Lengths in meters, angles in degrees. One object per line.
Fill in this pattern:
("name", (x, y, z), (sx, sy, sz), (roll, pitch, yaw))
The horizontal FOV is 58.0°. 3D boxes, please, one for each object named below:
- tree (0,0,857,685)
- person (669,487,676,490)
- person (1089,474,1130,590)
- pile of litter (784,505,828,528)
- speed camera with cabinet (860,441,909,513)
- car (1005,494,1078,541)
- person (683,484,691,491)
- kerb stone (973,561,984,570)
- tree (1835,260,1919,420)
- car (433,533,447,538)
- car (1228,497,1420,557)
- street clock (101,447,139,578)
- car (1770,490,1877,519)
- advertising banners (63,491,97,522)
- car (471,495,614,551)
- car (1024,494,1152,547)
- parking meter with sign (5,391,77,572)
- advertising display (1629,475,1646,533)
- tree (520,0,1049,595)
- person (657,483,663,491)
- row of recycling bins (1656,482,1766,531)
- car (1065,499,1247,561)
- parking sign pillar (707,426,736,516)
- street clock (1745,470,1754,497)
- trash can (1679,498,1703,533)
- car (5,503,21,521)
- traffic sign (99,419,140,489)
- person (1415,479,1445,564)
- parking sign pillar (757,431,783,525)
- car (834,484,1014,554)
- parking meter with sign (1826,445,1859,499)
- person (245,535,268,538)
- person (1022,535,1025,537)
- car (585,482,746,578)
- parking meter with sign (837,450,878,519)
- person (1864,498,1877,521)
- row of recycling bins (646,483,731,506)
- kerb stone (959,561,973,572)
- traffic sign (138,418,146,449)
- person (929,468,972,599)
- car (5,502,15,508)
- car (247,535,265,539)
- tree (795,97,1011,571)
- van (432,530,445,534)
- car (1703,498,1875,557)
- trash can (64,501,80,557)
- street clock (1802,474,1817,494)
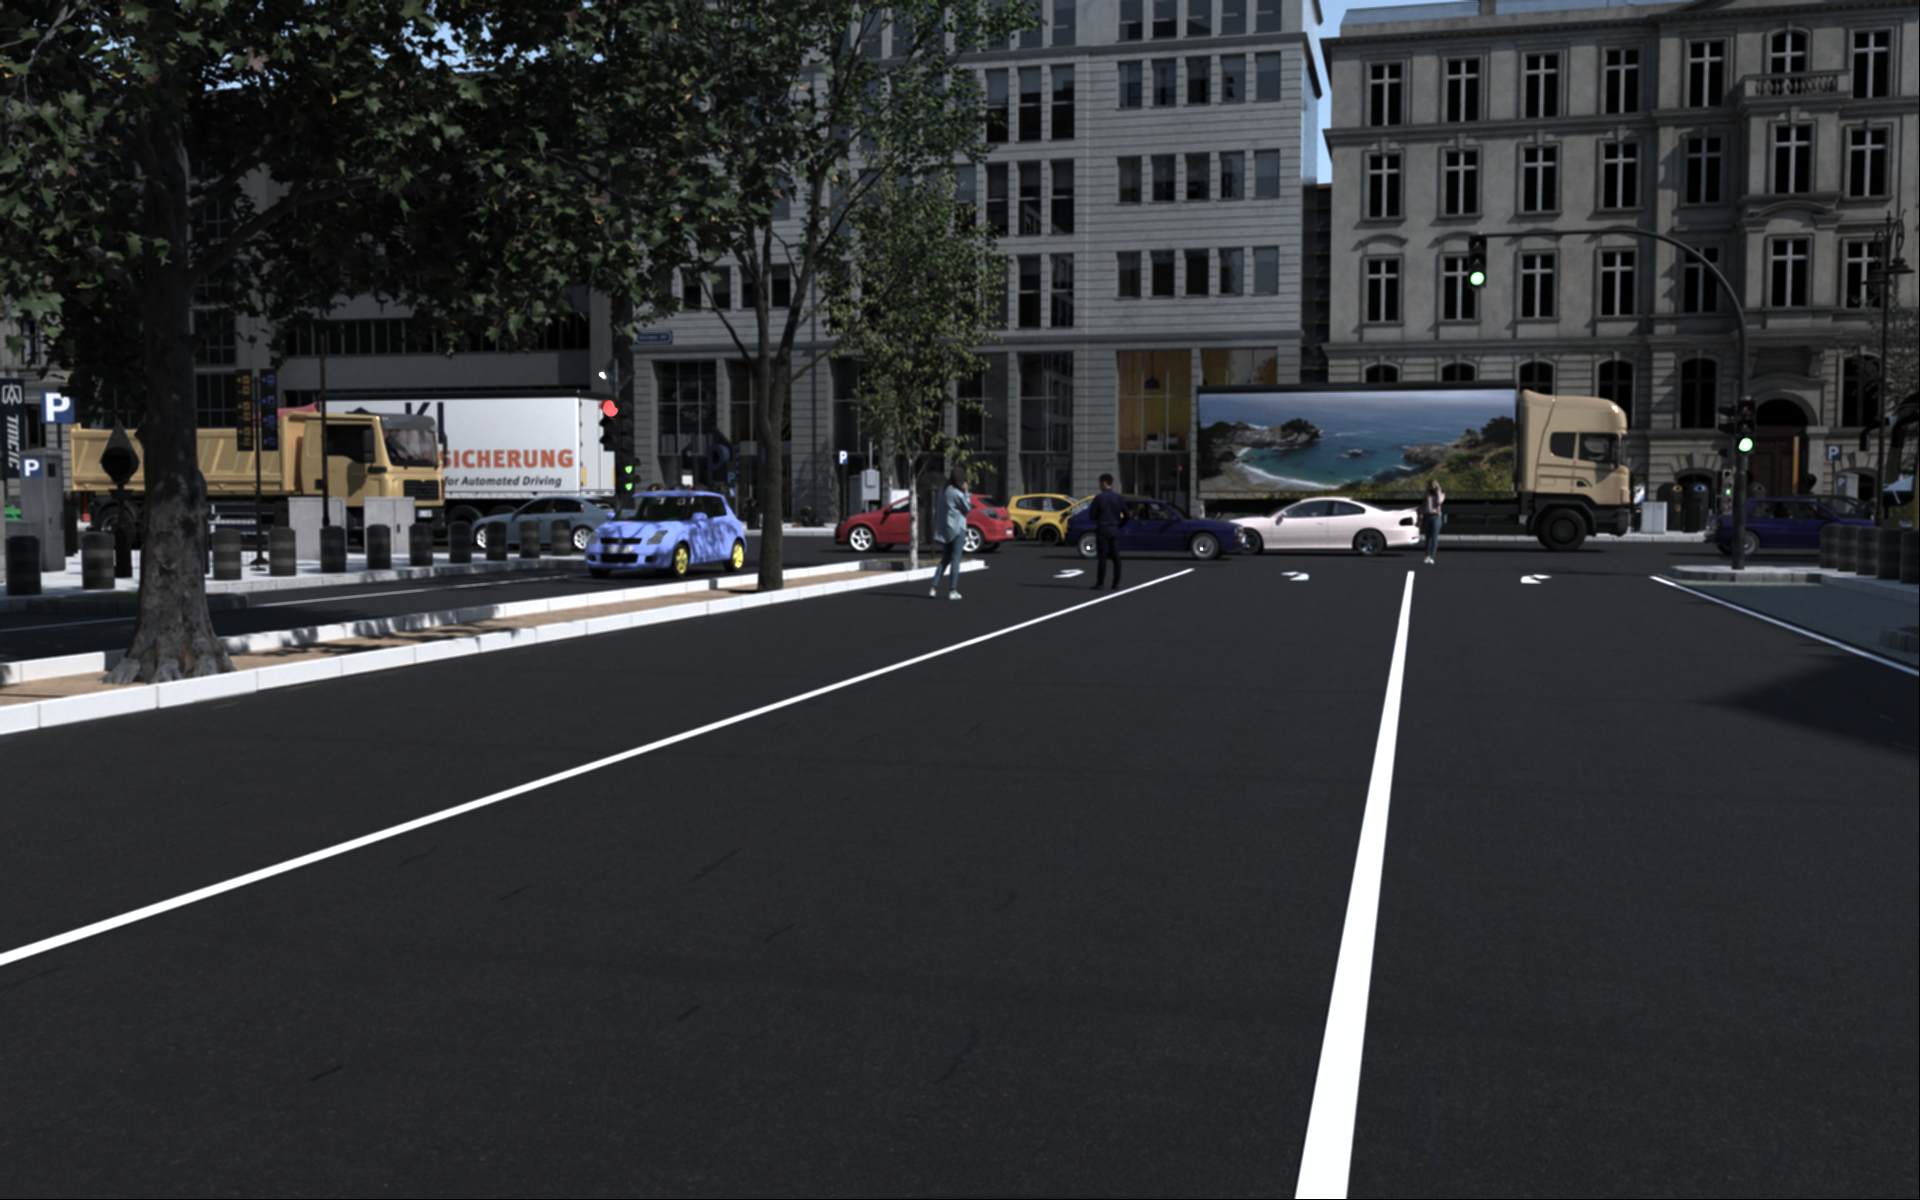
("tree", (-6.024, -5.726, 13.092), (9.611, 12.733, 9.660), (0, 3, 0))
("person", (-8.766, -2.671, 53.629), (0.517, 1.644, 0.566), (-1, 4, -22))
("person", (2.199, -1.033, 26.093), (0.576, 1.737, 0.504), (-2, 4, -34))
("pile of litter", (-5.998, -3.241, 66.954), (1.719, 0.858, 1.176), (0, 4, 4))
("speed camera with cabinet", (-2.738, -4.355, 65.542), (2.038, 3.252, 0.660), (-1, 4, -12))
("car", (3.107, -2.634, 53.294), (3.980, 1.641, 2.015), (1, 4, 14))
("person", (-8.738, -2.833, 55.491), (0.621, 1.740, 0.551), (-2, 4, -25))
("kerb stone", (0.281, -0.658, 32.980), (0.120, 0.150, 1.000), (1, 4, 15))
("tree", (30.011, -6.377, 54.625), (4.360, 8.622, 3.978), (0, 3, 0))
("car", (-18.259, -2.651, 55.929), (3.894, 1.354, 1.945), (1, 4, 15))
("car", (8.345, -1.743, 40.858), (4.827, 1.381, 2.083), (1, 4, 17))
("street clock", (-12.833, -1.342, 26.514), (0.471, 2.002, 0.358), (0, 4, 0))
("car", (23.497, -2.232, 46.284), (4.222, 1.686, 2.009), (1, 4, 14))
("advertising banners", (-39.850, -5.057, 78.866), (2.074, 3.025, 0.090), (0, 4, 0))
("car", (-10.414, -1.986, 44.477), (4.499, 1.417, 2.014), (1, 4, 16))
("car", (3.760, -2.285, 47.576), (3.980, 1.641, 2.015), (1, 4, 15))
("parking meter with sign", (-15.197, -1.977, 28.585), (0.543, 3.016, 1.738), (0, 4, -5))
("advertising display", (22.573, -3.211, 57.711), (0.123, 1.923, 0.974), (3, 5, 43))
("tree", (-2.652, -5.881, 24.365), (9.928, 11.665, 9.643), (0, 3, 0))
("person", (-9.093, -2.688, 53.015), (0.480, 1.755, 0.524), (1, 4, 18))
("row of recycling bins", (26.248, -3.272, 60.605), (3.534, 1.692, 1.069), (1, 4, 13))
("car", (4.345, -1.578, 38.378), (3.894, 1.354, 1.945), (1, 4, 16))
("parking sign pillar", (-9.341, -4.853, 67.813), (1.447, 3.967, 1.447), (-3, 5, -44))
("street clock", (24.094, -2.975, 53.205), (0.471, 2.002, 0.358), (1, 4, 12))
("trash can", (24.068, -2.777, 57.063), (0.748, 1.137, 0.748), (0, 3, 0))
("car", (-34.813, -3.194, 61.012), (4.718, 1.807, 1.959), (1, 4, 14))
("traffic sign", (-14.673, -1.848, 30.227), (0.884, 2.594, 0.081), (1, 4, 18))
("person", (9.764, -1.639, 35.890), (0.593, 1.750, 0.643), (2, 4, 34))
("parking sign pillar", (-8.165, -5.162, 72.866), (1.447, 3.967, 1.447), (1, 4, 9))
("car", (-0.921, -2.054, 42.625), (4.494, 1.783, 2.155), (1, 4, 16))
("parking meter with sign", (31.896, -4.033, 62.196), (1.738, 3.016, 0.543), (-2, 4, -27))
("person", (-22.924, -2.945, 56.427), (0.755, 1.850, 0.659), (0, 4, 7))
("person", (2.157, -2.228, 55.407), (0.357, 0.543, 0.381), (1, 4, 21))
("car", (-5.214, -1.295, 30.758), (1.945, 1.707, 3.694), (1, 4, 16))
("parking meter with sign", (-4.039, -4.439, 68.832), (1.738, 3.016, 0.543), (3, 4, 37))
("person", (21.659, -1.761, 41.196), (0.340, 1.345, 0.435), (-1, 4, -13))
("row of recycling bins", (-10.423, -3.630, 66.464), (3.534, 1.692, 1.069), (1, 4, 18))
("kerb stone", (0.011, -0.589, 31.986), (0.120, 0.150, 1.000), (1, 4, 15))
("traffic sign", (-11.517, -1.518, 24.923), (0.768, 2.556, 0.104), (1, 4, 15))
("person", (-0.144, -0.912, 23.682), (0.793, 1.790, 0.793), (1, 4, 21))
("car", (-36.040, -3.138, 63.664), (4.827, 1.381, 2.083), (1, 4, 14))
("car", (-23.966, -2.806, 54.912), (4.494, 1.783, 2.155), (1, 4, 14))
("tree", (-0.885, -4.822, 31.664), (4.737, 8.622, 4.395), (0, 3, 0))
("van", (-15.635, -2.724, 51.542), (4.112, 2.044, 2.013), (1, 4, 13))
("car", (19.401, -1.682, 40.088), (3.894, 1.354, 1.945), (1, 4, 13))
("trash can", (-18.434, -1.459, 35.510), (0.748, 1.137, 0.748), (0, 3, 0))
("street clock", (29.936, -3.458, 61.101), (0.471, 2.002, 0.358), (2, 4, 25))
